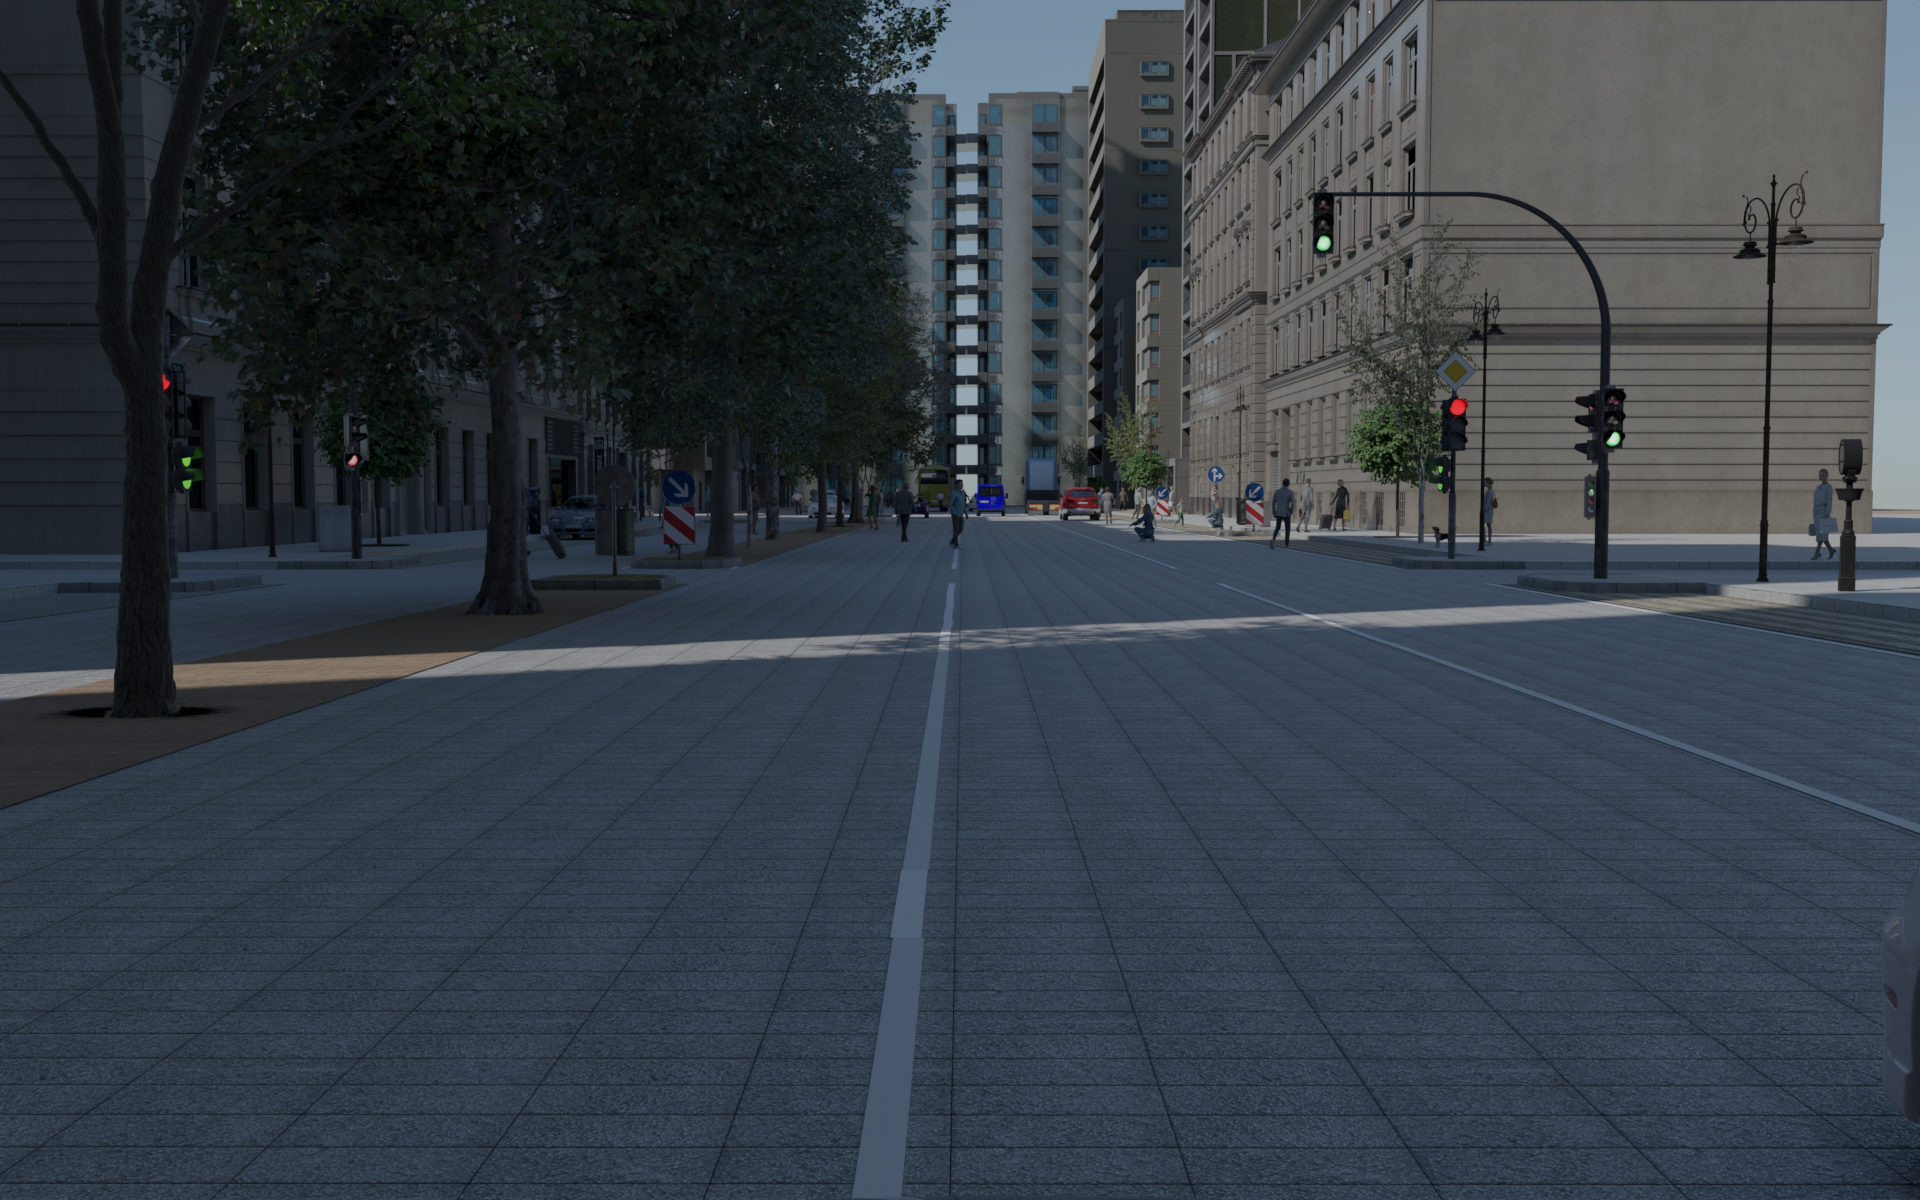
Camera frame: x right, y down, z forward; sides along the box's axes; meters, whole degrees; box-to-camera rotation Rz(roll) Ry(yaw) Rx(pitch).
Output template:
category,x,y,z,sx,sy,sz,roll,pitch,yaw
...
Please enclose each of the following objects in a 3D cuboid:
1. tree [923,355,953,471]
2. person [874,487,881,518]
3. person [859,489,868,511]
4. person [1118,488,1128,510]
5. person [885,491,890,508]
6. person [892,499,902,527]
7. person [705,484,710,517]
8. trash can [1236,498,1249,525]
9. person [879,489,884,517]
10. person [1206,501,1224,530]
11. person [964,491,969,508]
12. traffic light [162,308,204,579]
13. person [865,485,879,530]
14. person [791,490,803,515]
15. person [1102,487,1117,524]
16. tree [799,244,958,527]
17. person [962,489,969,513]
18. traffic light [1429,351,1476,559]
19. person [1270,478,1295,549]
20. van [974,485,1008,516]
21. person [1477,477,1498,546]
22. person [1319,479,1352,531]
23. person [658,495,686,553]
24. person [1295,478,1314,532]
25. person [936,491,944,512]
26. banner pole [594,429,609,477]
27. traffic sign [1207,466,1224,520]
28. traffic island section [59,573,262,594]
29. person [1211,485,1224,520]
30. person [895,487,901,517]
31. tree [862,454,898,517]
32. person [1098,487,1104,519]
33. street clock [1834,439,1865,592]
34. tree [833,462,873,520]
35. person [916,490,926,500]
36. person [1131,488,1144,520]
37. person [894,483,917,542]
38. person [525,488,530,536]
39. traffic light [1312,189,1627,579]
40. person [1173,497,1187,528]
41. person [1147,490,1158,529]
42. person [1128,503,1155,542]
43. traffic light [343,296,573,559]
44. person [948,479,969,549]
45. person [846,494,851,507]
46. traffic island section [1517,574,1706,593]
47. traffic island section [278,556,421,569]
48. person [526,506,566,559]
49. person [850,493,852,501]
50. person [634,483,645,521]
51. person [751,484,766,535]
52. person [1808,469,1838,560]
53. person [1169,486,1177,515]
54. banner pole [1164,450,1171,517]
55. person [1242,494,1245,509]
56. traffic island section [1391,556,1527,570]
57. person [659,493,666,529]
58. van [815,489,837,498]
category,x,y,z,sx,sy,sz,roll,pitch,yaw
tree,-5.188,-10.168,85.715,9.611,12.733,9.660,0,3,0
person,-5.072,-5.895,104.798,0.656,1.842,0.836,0,4,6
person,-8.026,-7.967,138.690,1.348,1.831,0.705,1,4,10
person,12.976,-8.020,137.719,0.990,1.755,0.434,3,4,39
person,-7.564,-10.453,180.133,0.721,1.743,1.217,-1,4,-16
person,-2.644,-3.919,75.170,0.523,1.515,0.503,-2,4,-31
person,-14.223,-5.666,98.539,0.748,1.841,0.638,3,5,42
trash can,11.716,-3.661,71.503,0.748,1.137,0.748,0,3,0
person,-4.976,-6.036,107.761,0.524,1.755,0.480,3,4,38
person,10.072,-3.344,68.671,0.738,1.151,1.012,3,4,37
person,0.566,-10.583,182.219,1.217,1.739,0.721,1,4,16
traffic light,-11.957,-2.283,26.240,0.839,4.253,0.868,0,3,0
person,-3.479,-3.693,69.129,0.529,1.795,0.600,-2,4,-24
person,-10.907,-6.527,116.148,0.756,1.711,0.436,0,4,8
person,7.266,-4.589,83.888,0.716,1.782,0.532,1,4,14
tree,-5.183,-9.891,74.545,12.009,13.543,11.850,0,3,0
person,0.234,-7.512,131.350,1.348,1.821,0.705,3,5,40
traffic light,9.719,-2.769,34.200,0.839,4.253,0.868,0,3,0
person,8.373,-2.238,44.945,0.661,1.843,0.795,3,4,37
van,2.016,-6.634,112.845,2.240,2.365,5.245,0,4,2
person,13.131,-2.204,43.088,0.522,1.701,0.512,1,4,11
person,13.253,-3.349,61.019,0.699,1.804,1.509,-1,4,-10
person,-6.999,-2.065,42.277,0.660,1.820,0.620,-2,4,-33
person,11.619,-3.173,58.038,0.853,1.813,0.709,-3,5,-43
person,-1.574,-7.713,135.541,0.756,1.711,0.436,-2,4,-28
banner pole,-13.715,-4.681,66.552,0.863,3.779,0.401,2,4,24
traffic sign,11.642,-4.816,78.852,0.768,2.556,0.104,0,4,5
traffic island section,-11.997,-0.250,26.375,2.009,0.180,2.903,0,3,0
person,12.558,-4.772,84.654,0.643,1.750,0.593,1,4,16
person,-3.822,-6.175,108.818,0.474,1.900,0.648,-2,4,-35
tree,-5.095,-8.852,97.552,4.737,8.622,4.395,0,3,0
person,8.211,-5.701,101.724,0.620,1.820,0.660,2,4,26
street clock,11.697,-1.115,22.794,0.358,2.002,0.471,1,4,19
tree,-5.272,-8.568,92.912,4.360,8.622,3.978,0,3,0
person,-3.232,-7.788,136.543,1.217,1.735,0.721,1,4,23
person,9.882,-5.309,95.789,0.515,1.767,0.782,-2,4,-33
person,-1.621,-2.655,52.311,0.661,1.777,0.834,1,4,18
person,-13.569,-2.874,53.458,0.576,1.772,0.534,0,4,-3
traffic light,7.612,-3.144,26.078,4.771,5.953,1.251,0,3,0
person,9.288,-3.694,73.153,0.590,1.304,0.306,2,4,25
person,7.956,-3.778,72.083,0.330,1.601,0.589,-2,4,-28
person,5.448,-2.317,51.886,0.738,1.151,1.012,3,5,45
traffic light,-9.850,-3.645,34.257,4.771,5.953,1.251,0,3,0
person,-0.094,-2.234,45.048,0.620,1.820,0.660,2,4,29
person,-11.803,-10.536,183.950,0.799,1.438,0.628,2,4,31
traffic island section,9.744,-0.248,26.329,2.009,0.180,2.903,0,3,0
traffic island section,-11.982,-0.739,34.360,2.009,0.180,2.903,0,3,0
person,-9.486,-1.799,38.137,1.509,1.804,0.699,0,4,-5
person,-6.069,-5.521,98.787,0.620,1.820,0.660,2,4,27
person,-15.224,-4.646,82.191,0.419,1.800,0.721,-3,5,-44
person,-7.196,-3.201,61.191,0.532,1.782,0.716,1,4,12
person,16.942,-1.683,33.913,0.624,1.780,0.694,0,4,4
person,13.236,-6.212,107.958,0.624,1.780,0.694,3,5,39
banner pole,11.791,-6.615,98.172,0.401,3.779,0.863,1,4,8
person,13.197,-4.327,81.065,0.394,1.301,0.425,2,4,32
traffic island section,9.759,-0.736,34.314,2.009,0.180,2.903,0,3,0
person,-12.033,-3.837,71.337,0.850,1.850,0.679,2,4,27
van,-11.638,-8.848,151.679,2.013,2.044,4.112,0,4,0
